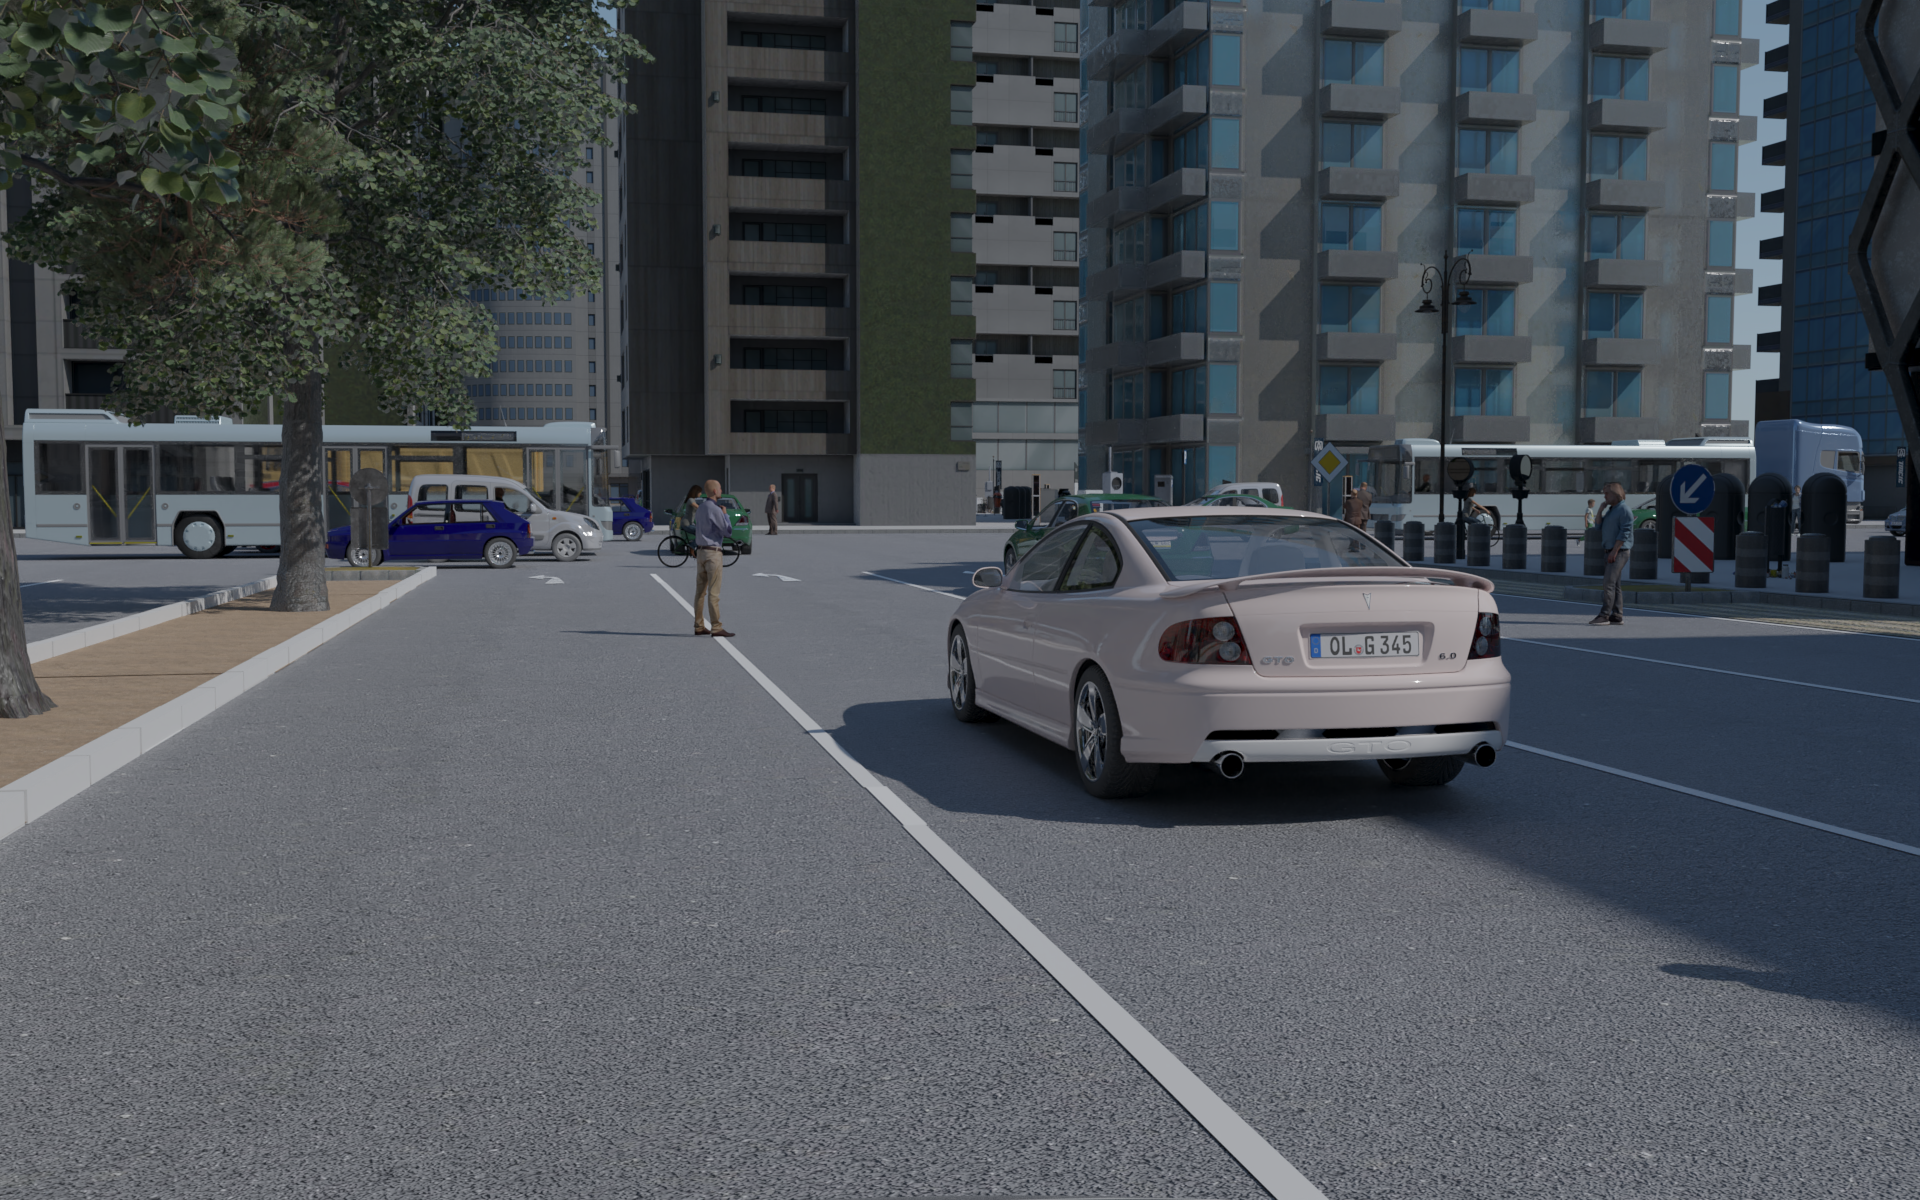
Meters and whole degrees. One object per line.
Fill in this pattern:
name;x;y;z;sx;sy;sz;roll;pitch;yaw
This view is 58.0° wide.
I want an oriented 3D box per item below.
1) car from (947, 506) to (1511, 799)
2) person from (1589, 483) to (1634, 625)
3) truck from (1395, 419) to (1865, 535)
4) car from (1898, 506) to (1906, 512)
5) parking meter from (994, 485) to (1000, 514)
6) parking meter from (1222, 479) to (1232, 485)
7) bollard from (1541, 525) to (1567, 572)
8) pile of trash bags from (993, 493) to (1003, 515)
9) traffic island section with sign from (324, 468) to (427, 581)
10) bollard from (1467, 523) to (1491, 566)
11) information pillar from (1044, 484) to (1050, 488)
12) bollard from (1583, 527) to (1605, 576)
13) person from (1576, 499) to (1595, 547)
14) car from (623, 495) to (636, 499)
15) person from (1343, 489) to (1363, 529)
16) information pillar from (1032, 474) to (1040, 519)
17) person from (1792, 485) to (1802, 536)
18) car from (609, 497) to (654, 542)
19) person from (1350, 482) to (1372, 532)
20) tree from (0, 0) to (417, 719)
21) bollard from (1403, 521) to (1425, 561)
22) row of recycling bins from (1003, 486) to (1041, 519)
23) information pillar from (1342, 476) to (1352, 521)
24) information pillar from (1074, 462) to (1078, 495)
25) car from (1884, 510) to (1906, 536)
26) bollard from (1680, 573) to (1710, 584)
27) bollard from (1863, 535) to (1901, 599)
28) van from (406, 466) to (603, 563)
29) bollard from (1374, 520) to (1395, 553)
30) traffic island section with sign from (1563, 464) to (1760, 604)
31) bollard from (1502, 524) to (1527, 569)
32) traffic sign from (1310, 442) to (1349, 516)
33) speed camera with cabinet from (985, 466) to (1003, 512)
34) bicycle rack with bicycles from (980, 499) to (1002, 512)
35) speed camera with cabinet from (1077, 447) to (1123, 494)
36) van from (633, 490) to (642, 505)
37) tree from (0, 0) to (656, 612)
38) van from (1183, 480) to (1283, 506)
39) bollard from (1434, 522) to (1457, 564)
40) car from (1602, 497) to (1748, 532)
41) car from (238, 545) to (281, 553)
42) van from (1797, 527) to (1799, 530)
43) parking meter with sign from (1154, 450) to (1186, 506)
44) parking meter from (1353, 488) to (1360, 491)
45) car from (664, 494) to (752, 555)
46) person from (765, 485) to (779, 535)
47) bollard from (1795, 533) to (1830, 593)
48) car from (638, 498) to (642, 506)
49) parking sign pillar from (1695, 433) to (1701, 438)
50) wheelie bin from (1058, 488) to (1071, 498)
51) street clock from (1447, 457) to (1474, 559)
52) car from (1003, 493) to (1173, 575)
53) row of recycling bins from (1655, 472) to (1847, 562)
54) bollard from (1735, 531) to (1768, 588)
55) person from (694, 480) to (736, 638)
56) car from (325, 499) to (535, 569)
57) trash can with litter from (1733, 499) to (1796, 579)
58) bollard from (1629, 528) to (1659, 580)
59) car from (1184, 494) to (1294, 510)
car;1.207;0.164;9.676;2.083;1.381;4.827;-1;4;-13
person;7.137;-0.502;18.920;0.429;1.552;0.499;2;4;27
truck;24.076;-4.417;61.981;18.799;4.110;2.967;-1;4;-12
car;36.861;-3.330;64.231;4.222;1.686;2.009;-1;4;-14
parking meter;2.409;-6.530;112.470;0.399;1.863;0.255;1;4;21
parking meter;10.589;-3.846;68.598;0.399;1.863;0.255;1;4;12
bollard;9.779;-0.844;28.517;0.404;0.777;0.398;0;3;0
pile of trash bags;3.139;-5.789;104.409;1.912;1.369;3.447;-3;4;-38
traffic island section with sign;-10.181;-1.315;29.639;2.006;1.907;1.989;-1;4;-13
bollard;9.249;-0.988;30.877;0.404;0.777;0.398;0;3;0
information pillar;6.463;-7.611;128.934;0.304;2.012;0.304;-2;4;-32
bollard;10.052;-0.770;27.310;0.404;0.777;0.398;0;3;0
person;16.868;-2.067;46.538;0.590;1.304;0.306;1;4;12
car;-40.678;-12.218;212.342;1.945;1.354;3.894;-1;4;-13
person;9.634;-1.943;42.544;0.482;1.546;0.388;0;4;-8
information pillar;2.843;-3.694;64.884;0.304;2.012;0.304;0;4;-2
person;28.581;-3.051;59.105;0.376;1.734;0.841;-2;4;-31
car;-11.286;-2.456;52.730;3.894;1.354;1.945;-1;4;-11
person;10.357;-2.186;44.935;0.565;1.739;0.600;-1;4;-22
tree;-6.513;-6.182;10.961;7.806;13.903;7.818;0;3;0
bollard;8.713;-1.134;33.254;0.404;0.777;0.398;0;3;0
row of recycling bins;3.074;-5.050;89.682;1.069;1.692;3.534;1;4;18
information pillar;15.747;-4.035;70.459;0.304;2.012;0.304;-1;4;-10
information pillar;8.557;-8.316;127.321;0.183;3.616;0.504;3;5;42
car;33.644;-2.853;58.648;4.499;1.417;2.014;-1;4;-11
bollard;10.590;-0.625;24.940;0.404;0.777;0.398;0;3;0
bollard;11.387;-0.408;21.396;0.404;0.777;0.398;0;3;0
van;-9.727;-1.838;37.068;4.112;2.044;2.013;-1;4;-11
bollard;8.441;-1.207;34.448;0.404;0.777;0.398;0;3;0
traffic island section with sign;9.302;-0.902;23.370;1.989;1.847;2.006;-1;4;-13
bollard;9.512;-0.916;29.697;0.404;0.777;0.398;0;3;0
traffic sign;7.057;-1.807;33.186;0.795;2.450;0.064;-1;4;-13
speed camera with cabinet;2.798;-7.931;124.007;2.038;3.252;0.660;0;4;-1
bicycle rack with bicycles;2.272;-6.571;120.825;2.852;0.926;2.925;3;4;36
speed camera with cabinet;5.835;-4.760;72.169;2.038;3.252;0.660;-2;4;-35
van;-30.020;-9.645;164.705;2.013;2.044;4.112;-1;4;-13
tree;-8.110;-6.837;20.892;9.857;13.997;8.962;0;3;0
van;9.508;-3.368;62.076;4.112;2.044;2.013;-1;4;-13
bollard;8.982;-1.061;32.067;0.404;0.777;0.398;0;3;0
car;22.029;-2.540;53.332;4.920;1.459;2.131;-1;4;-12
car;-15.733;-2.024;42.880;4.222;1.686;2.009;-1;4;-14
van;32.154;-3.692;67.372;4.112;2.044;2.013;-1;4;-12
parking meter with sign;8.149;-4.471;69.366;1.738;3.016;0.543;1;4;15
parking meter;16.072;-3.766;69.985;0.372;1.533;0.369;0;3;0
car;-6.112;-1.861;42.229;2.131;1.459;4.920;-1;4;-12
person;-6.596;-3.147;60.501;0.434;1.755;0.990;-2;4;-28
bollard;11.118;-0.481;22.579;0.404;0.777;0.398;0;3;0
car;-25.539;-8.203;142.919;1.959;1.807;4.718;-1;4;-14
parking sign pillar;32.419;-5.335;75.695;1.447;3.967;1.447;-1;4;-11
wheelie bin;5.909;-5.512;98.028;0.980;1.594;0.693;-2;4;-34
street clock;9.834;-1.804;34.064;0.471;2.002;0.358;3;4;36
car;1.959;-0.761;24.238;2.131;1.459;4.920;-1;4;-14
row of recycling bins;15.329;-1.625;33.687;3.534;1.692;1.069;3;5;40
bollard;10.856;-0.553;23.760;0.404;0.777;0.398;0;3;0
person;-2.494;-0.421;17.447;0.319;1.574;0.516;-2;4;-34
car;-10.259;-1.287;33.623;3.894;1.354;1.945;-1;4;-14
trash can with litter;12.957;-0.975;26.991;2.233;1.210;1.678;-3;5;-44
bollard;10.318;-0.698;26.128;0.404;0.777;0.398;0;3;0
car;7.706;-2.447;51.809;4.920;1.459;2.131;-1;4;-14
